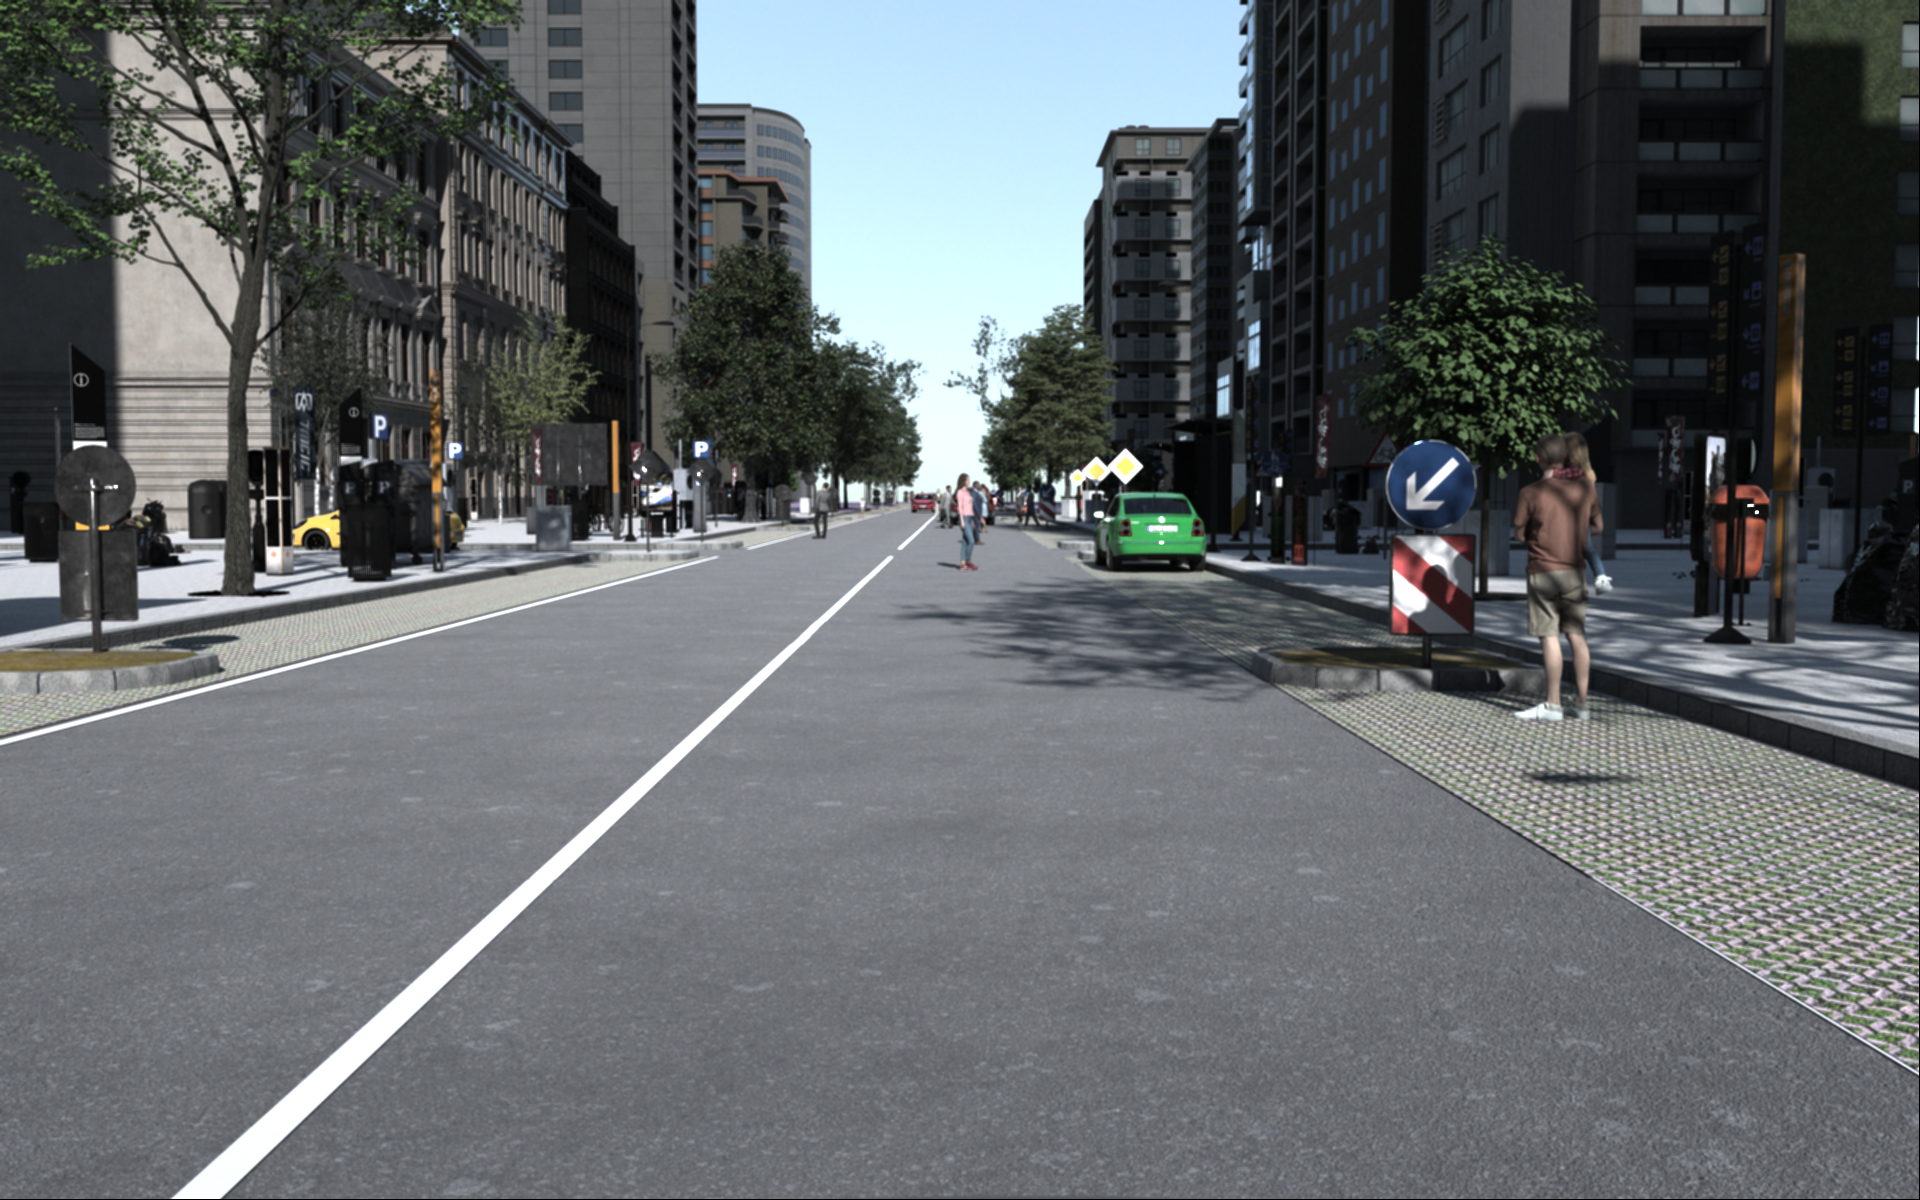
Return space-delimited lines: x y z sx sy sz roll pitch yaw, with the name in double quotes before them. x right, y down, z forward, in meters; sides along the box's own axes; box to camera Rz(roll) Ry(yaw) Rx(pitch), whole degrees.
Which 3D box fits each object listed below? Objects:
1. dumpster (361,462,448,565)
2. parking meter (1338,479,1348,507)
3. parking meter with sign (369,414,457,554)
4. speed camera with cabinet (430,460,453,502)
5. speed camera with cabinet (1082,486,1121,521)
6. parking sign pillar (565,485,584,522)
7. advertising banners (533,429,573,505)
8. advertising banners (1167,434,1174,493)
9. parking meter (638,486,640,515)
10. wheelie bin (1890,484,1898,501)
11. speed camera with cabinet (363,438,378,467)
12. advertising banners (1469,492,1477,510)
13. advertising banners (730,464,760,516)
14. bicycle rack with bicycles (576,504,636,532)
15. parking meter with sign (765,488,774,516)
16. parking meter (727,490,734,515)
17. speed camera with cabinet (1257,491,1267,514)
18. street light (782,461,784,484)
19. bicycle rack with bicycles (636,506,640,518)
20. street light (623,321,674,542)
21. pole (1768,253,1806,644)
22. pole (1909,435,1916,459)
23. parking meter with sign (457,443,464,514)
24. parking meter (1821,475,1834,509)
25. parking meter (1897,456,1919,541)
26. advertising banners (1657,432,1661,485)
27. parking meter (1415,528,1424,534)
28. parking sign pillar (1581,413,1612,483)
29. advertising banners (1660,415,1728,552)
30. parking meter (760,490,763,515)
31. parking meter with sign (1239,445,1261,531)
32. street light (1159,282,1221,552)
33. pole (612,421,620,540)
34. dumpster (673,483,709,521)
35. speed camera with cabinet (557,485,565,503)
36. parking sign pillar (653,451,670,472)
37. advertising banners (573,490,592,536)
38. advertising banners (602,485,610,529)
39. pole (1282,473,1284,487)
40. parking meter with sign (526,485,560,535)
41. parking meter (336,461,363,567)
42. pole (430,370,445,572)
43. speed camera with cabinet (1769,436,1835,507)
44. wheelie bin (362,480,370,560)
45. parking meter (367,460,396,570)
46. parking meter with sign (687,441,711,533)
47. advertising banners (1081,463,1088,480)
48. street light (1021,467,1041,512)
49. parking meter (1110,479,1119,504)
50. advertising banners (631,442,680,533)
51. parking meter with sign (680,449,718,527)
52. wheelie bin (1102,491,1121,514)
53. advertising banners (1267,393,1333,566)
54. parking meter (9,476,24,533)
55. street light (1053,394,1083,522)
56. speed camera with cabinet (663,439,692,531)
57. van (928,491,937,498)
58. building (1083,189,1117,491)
"dumpster" -10.274 -1.592 31.788 1.264 1.857 1.865 0 3 0
"parking meter" 14.622 -3.698 66.181 0.255 1.863 0.399 -1 4 -17
"parking meter with sign" -11.885 -2.525 37.550 1.738 3.016 0.543 1 4 19
"speed camera with cabinet" -14.799 -3.322 48.657 0.660 3.252 2.038 0 3 0
"speed camera with cabinet" 6.772 -5.405 82.707 2.038 3.252 0.660 -3 4 -37
"parking sign pillar" -17.514 -5.521 78.747 1.447 3.967 1.447 1 4 12
"advertising banners" -10.942 -3.065 46.294 0.090 3.025 2.074 -3 4 -38
"advertising banners" 6.115 -3.304 50.204 0.090 3.025 2.074 1 4 10
"parking meter" -19.260 -6.003 103.862 0.399 1.863 0.255 1 4 17
"wheelie bin" 28.207 -2.679 51.709 0.980 1.594 0.693 -1 4 -14
"speed camera with cabinet" -15.962 -3.162 46.033 0.660 3.252 2.038 -2 4 -30
"advertising banners" 17.776 -3.915 60.204 0.090 3.025 2.074 2 4 26
"advertising banners" -12.556 -6.426 101.250 2.074 3.025 0.090 -3 5 -41
"bicycle rack with bicycles" -12.768 -2.762 58.534 2.852 0.926 2.925 -1 4 -23
"parking meter with sign" -11.401 -6.562 103.552 0.543 3.016 1.738 -1 4 -22
"parking meter" -14.063 -5.974 106.083 0.372 1.533 0.369 0 3 0
"speed camera with cabinet" 14.363 -5.663 86.928 2.038 3.252 0.660 0 4 6
"street light" -8.331 -6.991 86.840 1.470 5.913 1.316 0 3 0
"bicycle rack with bicycles" -18.214 -4.926 93.920 2.925 0.926 2.852 0 4 -5
"street light" -8.350 -4.526 46.534 1.470 5.913 1.316 0 3 0
"pole" 7.079 -1.283 14.828 0.158 3.312 0.155 0 3 0
"pole" 32.878 -4.036 59.835 0.158 3.312 0.155 0 3 0
"parking meter with sign" -17.124 -3.770 57.907 0.543 3.016 1.738 0 4 2
"parking meter" 27.117 -2.965 54.183 0.399 1.863 0.255 -3 5 -39
"parking meter" 14.779 -1.295 26.876 0.255 1.863 0.399 -1 4 -21
"advertising banners" 20.403 -3.279 49.796 0.090 3.025 2.074 3 5 43
"parking meter" 14.625 -3.013 54.975 0.399 1.863 0.255 1 4 23
"parking sign pillar" 20.989 -4.237 57.748 1.447 3.967 1.447 -1 4 -12
"advertising banners" 16.188 -2.543 37.760 0.090 3.025 2.074 -2 4 -26
"parking meter" -12.064 -5.983 106.232 0.372 1.533 0.369 0 3 0
"parking meter with sign" 10.143 -3.949 60.829 0.543 3.016 1.738 1 4 19
"street light" 5.041 -4.005 38.023 1.470 5.913 1.316 0 3 0
"pole" -9.548 -3.318 48.093 0.158 3.312 0.155 0 3 0
"dumpster" -10.204 -3.785 64.378 1.502 2.255 1.985 0 3 0
"speed camera with cabinet" -20.880 -5.869 90.289 0.660 3.252 2.038 2 4 33
"parking sign pillar" -18.673 -7.345 108.566 1.447 3.967 1.447 2 4 29
"advertising banners" -11.976 -3.466 52.861 2.074 3.025 0.090 3 4 38
"advertising banners" -12.951 -4.103 63.279 0.090 3.025 2.074 0 4 -5
"pole" 19.242 -6.699 103.378 0.158 3.312 0.155 0 3 0
"parking meter with sign" -13.302 -3.630 55.615 0.543 3.016 1.738 1 4 18
"parking meter" -10.796 -1.523 30.620 0.399 1.863 0.255 -2 4 -25
"pole" -8.649 -2.129 28.649 0.158 3.312 0.155 0 3 0
"speed camera with cabinet" 28.656 -3.951 58.927 2.038 3.252 0.660 0 4 -8
"wheelie bin" -11.502 -1.576 33.673 0.693 1.594 0.980 0 4 -6
"parking meter" -9.820 -1.449 29.397 0.399 1.863 0.255 -3 4 -38
"parking meter with sign" -8.683 -3.764 57.799 0.543 3.016 1.738 -1 4 -13
"advertising banners" 7.507 -6.110 96.089 0.090 3.025 2.074 -3 5 -45
"street light" 5.042 -9.073 120.890 1.470 5.913 1.316 0 3 0
"parking meter" 5.823 -3.641 65.245 0.255 1.863 0.399 2 4 25
"advertising banners" -10.144 -3.749 57.486 2.074 3.025 0.090 2 4 32
"parking meter with sign" -10.249 -4.323 66.946 1.738 3.016 0.543 0 4 4
"wheelie bin" 7.000 -4.407 79.963 0.980 1.594 0.693 2 4 34
"advertising banners" 6.109 -2.139 31.155 0.090 3.025 2.074 -1 4 -20
"parking meter" -30.903 -3.123 56.780 0.399 1.863 0.255 2 4 26
"street light" 4.988 -6.588 80.253 1.470 5.913 1.316 0 3 0
"speed camera with cabinet" -10.200 -4.125 61.781 0.660 3.252 2.038 2 4 25
"van" -4.391 -16.331 274.027 2.013 2.044 4.112 0 4 2
"building" 30.588 -39.479 269.181 21.300 48.544 21.600 0 3 0
